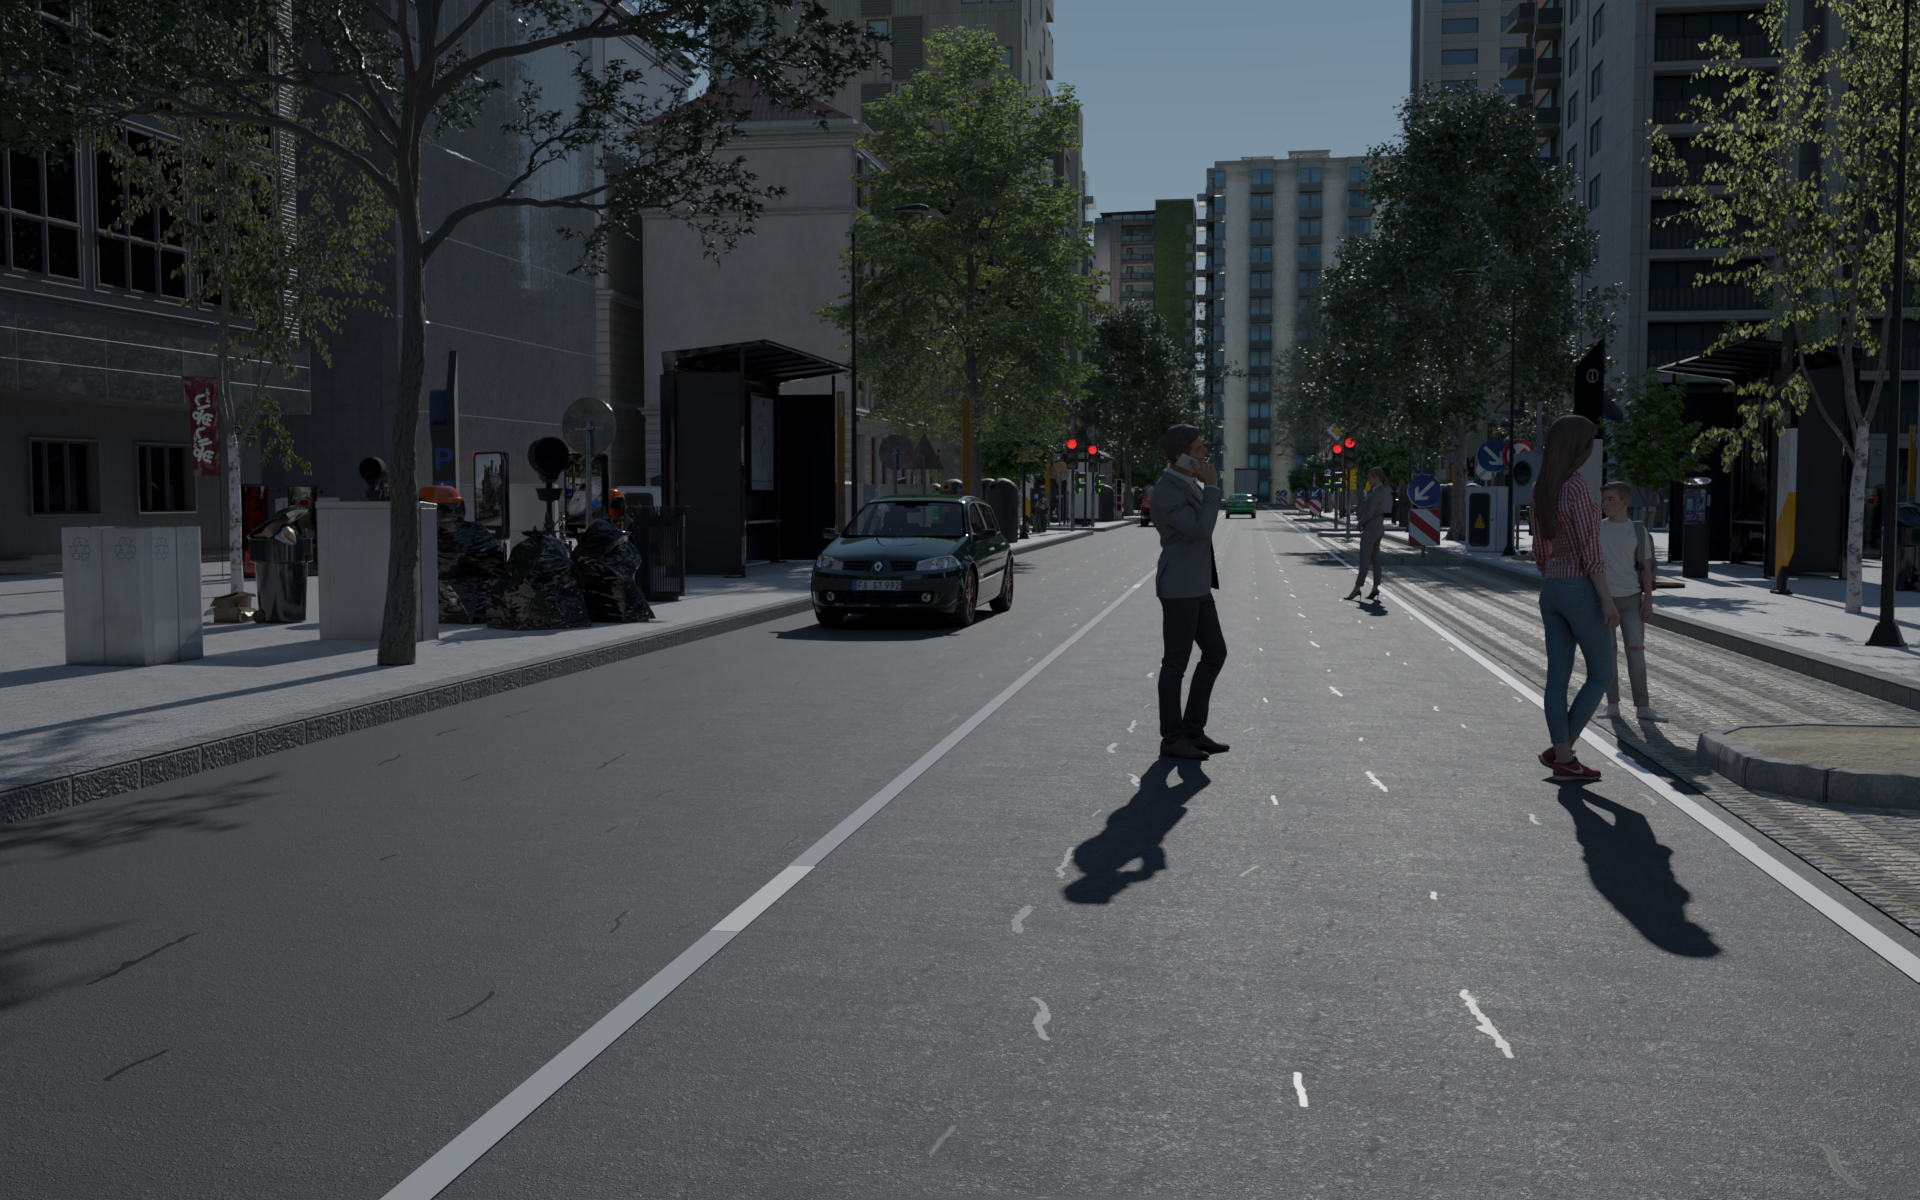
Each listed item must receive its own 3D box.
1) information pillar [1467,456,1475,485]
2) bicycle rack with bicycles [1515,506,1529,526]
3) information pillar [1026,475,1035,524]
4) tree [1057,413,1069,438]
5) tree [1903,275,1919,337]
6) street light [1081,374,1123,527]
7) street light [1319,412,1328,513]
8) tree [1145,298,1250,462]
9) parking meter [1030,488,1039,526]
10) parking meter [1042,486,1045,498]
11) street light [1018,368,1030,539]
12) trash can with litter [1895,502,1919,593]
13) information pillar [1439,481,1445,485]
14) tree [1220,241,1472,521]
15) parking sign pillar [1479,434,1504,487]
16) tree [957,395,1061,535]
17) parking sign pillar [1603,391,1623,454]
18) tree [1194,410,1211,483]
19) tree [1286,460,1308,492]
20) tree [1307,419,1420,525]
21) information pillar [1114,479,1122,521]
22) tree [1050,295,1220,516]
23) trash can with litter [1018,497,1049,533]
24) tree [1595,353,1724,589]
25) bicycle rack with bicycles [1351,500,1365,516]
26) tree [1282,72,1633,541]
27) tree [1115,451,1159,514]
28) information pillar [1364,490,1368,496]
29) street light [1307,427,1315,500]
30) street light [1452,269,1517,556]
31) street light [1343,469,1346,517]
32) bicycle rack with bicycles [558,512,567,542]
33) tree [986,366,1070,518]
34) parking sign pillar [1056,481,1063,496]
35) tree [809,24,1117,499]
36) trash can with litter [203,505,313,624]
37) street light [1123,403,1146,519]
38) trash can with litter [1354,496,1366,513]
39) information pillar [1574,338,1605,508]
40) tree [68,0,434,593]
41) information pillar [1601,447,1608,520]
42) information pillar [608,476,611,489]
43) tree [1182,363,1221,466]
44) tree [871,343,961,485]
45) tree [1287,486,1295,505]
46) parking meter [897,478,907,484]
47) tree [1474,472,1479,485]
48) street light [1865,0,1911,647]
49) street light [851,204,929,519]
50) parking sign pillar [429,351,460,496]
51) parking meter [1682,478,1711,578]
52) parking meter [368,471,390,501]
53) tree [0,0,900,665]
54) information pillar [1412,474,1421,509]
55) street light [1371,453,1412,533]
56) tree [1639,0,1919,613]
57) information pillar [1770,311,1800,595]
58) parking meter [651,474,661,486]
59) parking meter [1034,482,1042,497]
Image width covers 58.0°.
[{"bbox_3d":[31.377,-7.038,106.423,0.183,3.616,0.504,-3,5,-40],"label":"information pillar"},{"bbox_3d":[22.330,-3.533,71.143,2.925,0.926,2.852,-1,4,-11],"label":"bicycle rack with bicycles"},{"bbox_3d":[2.878,-4.976,72.719,0.504,3.616,0.183,2,4,27],"label":"information pillar"},{"bbox_3d":[9.480,-11.080,131.514,4.360,8.622,3.978,0,3,0],"label":"tree"},{"bbox_3d":[19.232,-4.913,30.689,4.737,8.622,4.395,0,3,0],"label":"tree"},{"bbox_3d":[5.408,-5.785,67.133,1.470,5.913,1.316,1,4,9],"label":"street light"},{"bbox_3d":[20.921,-7.595,96.715,1.470,5.913,1.316,1,4,9],"label":"street light"},{"bbox_3d":[21.501,-19.018,166.836,12.611,20.169,13.585,0,3,0],"label":"tree"},{"bbox_3d":[3.003,-3.748,69.684,0.372,1.533,0.369,0,3,0],"label":"parking meter"},{"bbox_3d":[6.073,-7.443,127.396,0.255,1.863,0.399,1,4,15],"label":"parking meter"},{"bbox_3d":[2.357,-4.686,49.160,1.470,5.913,1.316,1,4,9],"label":"street light"},{"bbox_3d":[12.667,-0.695,22.751,0.624,1.170,1.055,0,4,-8],"label":"trash can with litter"},{"bbox_3d":[26.587,-5.584,95.792,0.304,2.012,0.304,-3,5,-41],"label":"information pillar"},{"bbox_3d":[19.301,-10.529,82.513,12.009,13.543,11.850,0,3,0],"label":"tree"},{"bbox_3d":[22.877,-5.266,74.572,1.447,3.967,1.447,-3,5,-41],"label":"parking sign pillar"},{"bbox_3d":[1.517,-4.337,54.626,4.285,4.588,4.351,0,3,0],"label":"tree"},{"bbox_3d":[14.909,-3.173,40.344,1.447,3.967,1.447,-1,4,-9],"label":"parking sign pillar"},{"bbox_3d":[23.438,-16.367,185.728,7.486,12.596,7.792,0,3,0],"label":"tree"},{"bbox_3d":[27.453,-9.055,131.770,4.285,4.588,4.351,0,3,0],"label":"tree"},{"bbox_3d":[17.523,-5.374,71.587,4.285,4.588,4.351,0,3,0],"label":"tree"},{"bbox_3d":[7.687,-4.871,84.140,0.304,2.012,0.304,-1,4,-12],"label":"information pillar"},{"bbox_3d":[9.657,-11.207,100.244,9.611,12.733,9.660,0,3,0],"label":"tree"},{"bbox_3d":[2.382,-2.801,57.186,1.055,1.170,0.624,1,4,21],"label":"trash can with litter"},{"bbox_3d":[9.634,-1.791,23.890,1.663,3.219,1.824,0,3,0],"label":"tree"},{"bbox_3d":[23.566,-5.285,99.795,2.852,0.926,2.925,-3,5,-44],"label":"bicycle rack with bicycles"},{"bbox_3d":[13.703,-7.982,47.507,9.611,12.733,9.660,0,3,0],"label":"tree"},{"bbox_3d":[11.669,-7.871,112.412,4.285,4.588,4.351,0,3,0],"label":"tree"},{"bbox_3d":[32.554,-9.044,139.228,0.504,3.616,0.183,-1,4,-19],"label":"information pillar"},{"bbox_3d":[24.386,-8.892,117.929,1.470,5.913,1.316,1,4,9],"label":"street light"},{"bbox_3d":[10.858,-3.870,35.821,1.470,5.913,1.316,1,4,9],"label":"street light"},{"bbox_3d":[17.339,-6.274,75.126,1.470,5.913,1.316,1,4,9],"label":"street light"},{"bbox_3d":[-9.000,-1.761,42.175,2.852,0.926,2.925,-1,4,-17],"label":"bicycle rack with bicycles"},{"bbox_3d":[3.514,-8.687,92.389,4.737,8.622,4.395,0,3,0],"label":"tree"},{"bbox_3d":[6.888,-7.583,112.451,1.447,3.967,1.447,3,4,39],"label":"parking sign pillar"},{"bbox_3d":[0.102,-7.638,43.012,7.486,12.596,7.792,0,3,0],"label":"tree"},{"bbox_3d":[-7.014,-0.359,17.259,1.055,1.170,0.624,0,4,5],"label":"trash can with litter"},{"bbox_3d":[8.780,-7.084,88.363,1.470,5.913,1.316,1,4,9],"label":"street light"},{"bbox_3d":[27.770,-6.653,120.157,0.624,1.170,1.055,-3,5,-43],"label":"trash can with litter"},{"bbox_3d":[9.558,-2.140,26.343,0.183,3.616,0.504,-2,4,-32],"label":"information pillar"},{"bbox_3d":[-8.930,-4.366,21.754,4.360,8.622,3.978,0,3,0],"label":"tree"},{"bbox_3d":[9.992,-1.393,27.274,0.304,2.012,0.304,3,5,39],"label":"information pillar"},{"bbox_3d":[-14.579,-4.104,71.588,0.304,2.012,0.304,0,4,-3],"label":"information pillar"},{"bbox_3d":[15.872,-13.978,138.908,12.009,13.543,11.850,0,3,0],"label":"tree"},{"bbox_3d":[-1.953,-7.726,76.684,4.737,8.622,4.395,0,3,0],"label":"tree"},{"bbox_3d":[41.144,-13.345,212.785,1.663,3.219,1.824,0,3,0],"label":"tree"},{"bbox_3d":[-2.111,-3.400,61.305,0.399,1.863,0.255,-2,4,-33],"label":"parking meter"},{"bbox_3d":[35.313,-7.505,117.311,1.663,3.219,1.824,0,3,0],"label":"tree"},{"bbox_3d":[7.330,-2.573,14.617,1.470,5.913,1.316,1,4,9],"label":"street light"},{"bbox_3d":[-1.186,-3.389,27.958,1.470,5.913,1.316,1,4,9],"label":"street light"},{"bbox_3d":[-9.495,-2.661,31.976,1.447,3.967,1.447,-1,4,-13],"label":"parking sign pillar"},{"bbox_3d":[11.286,-1.109,26.541,0.372,1.533,0.369,0,3,0],"label":"parking meter"},{"bbox_3d":[-12.333,-1.900,36.782,0.399,1.863,0.255,1,4,13],"label":"parking meter"},{"bbox_3d":[-3.910,-4.795,12.810,7.601,10.594,8.767,-1,4,-17],"label":"tree"},{"bbox_3d":[16.951,-3.660,64.325,0.304,2.012,0.304,2,4,27],"label":"information pillar"},{"bbox_3d":[14.394,-5.192,57.432,1.470,5.913,1.316,1,4,9],"label":"street light"},{"bbox_3d":[9.659,-4.177,18.654,4.360,8.622,3.978,0,3,0],"label":"tree"},{"bbox_3d":[10.535,-1.878,22.055,0.183,3.616,0.504,1,4,9],"label":"information pillar"},{"bbox_3d":[-8.990,-2.801,51.514,0.399,1.863,0.255,2,4,26],"label":"parking meter"},{"bbox_3d":[3.791,-4.939,86.463,0.255,1.863,0.399,-1,4,-14],"label":"parking meter"}]
